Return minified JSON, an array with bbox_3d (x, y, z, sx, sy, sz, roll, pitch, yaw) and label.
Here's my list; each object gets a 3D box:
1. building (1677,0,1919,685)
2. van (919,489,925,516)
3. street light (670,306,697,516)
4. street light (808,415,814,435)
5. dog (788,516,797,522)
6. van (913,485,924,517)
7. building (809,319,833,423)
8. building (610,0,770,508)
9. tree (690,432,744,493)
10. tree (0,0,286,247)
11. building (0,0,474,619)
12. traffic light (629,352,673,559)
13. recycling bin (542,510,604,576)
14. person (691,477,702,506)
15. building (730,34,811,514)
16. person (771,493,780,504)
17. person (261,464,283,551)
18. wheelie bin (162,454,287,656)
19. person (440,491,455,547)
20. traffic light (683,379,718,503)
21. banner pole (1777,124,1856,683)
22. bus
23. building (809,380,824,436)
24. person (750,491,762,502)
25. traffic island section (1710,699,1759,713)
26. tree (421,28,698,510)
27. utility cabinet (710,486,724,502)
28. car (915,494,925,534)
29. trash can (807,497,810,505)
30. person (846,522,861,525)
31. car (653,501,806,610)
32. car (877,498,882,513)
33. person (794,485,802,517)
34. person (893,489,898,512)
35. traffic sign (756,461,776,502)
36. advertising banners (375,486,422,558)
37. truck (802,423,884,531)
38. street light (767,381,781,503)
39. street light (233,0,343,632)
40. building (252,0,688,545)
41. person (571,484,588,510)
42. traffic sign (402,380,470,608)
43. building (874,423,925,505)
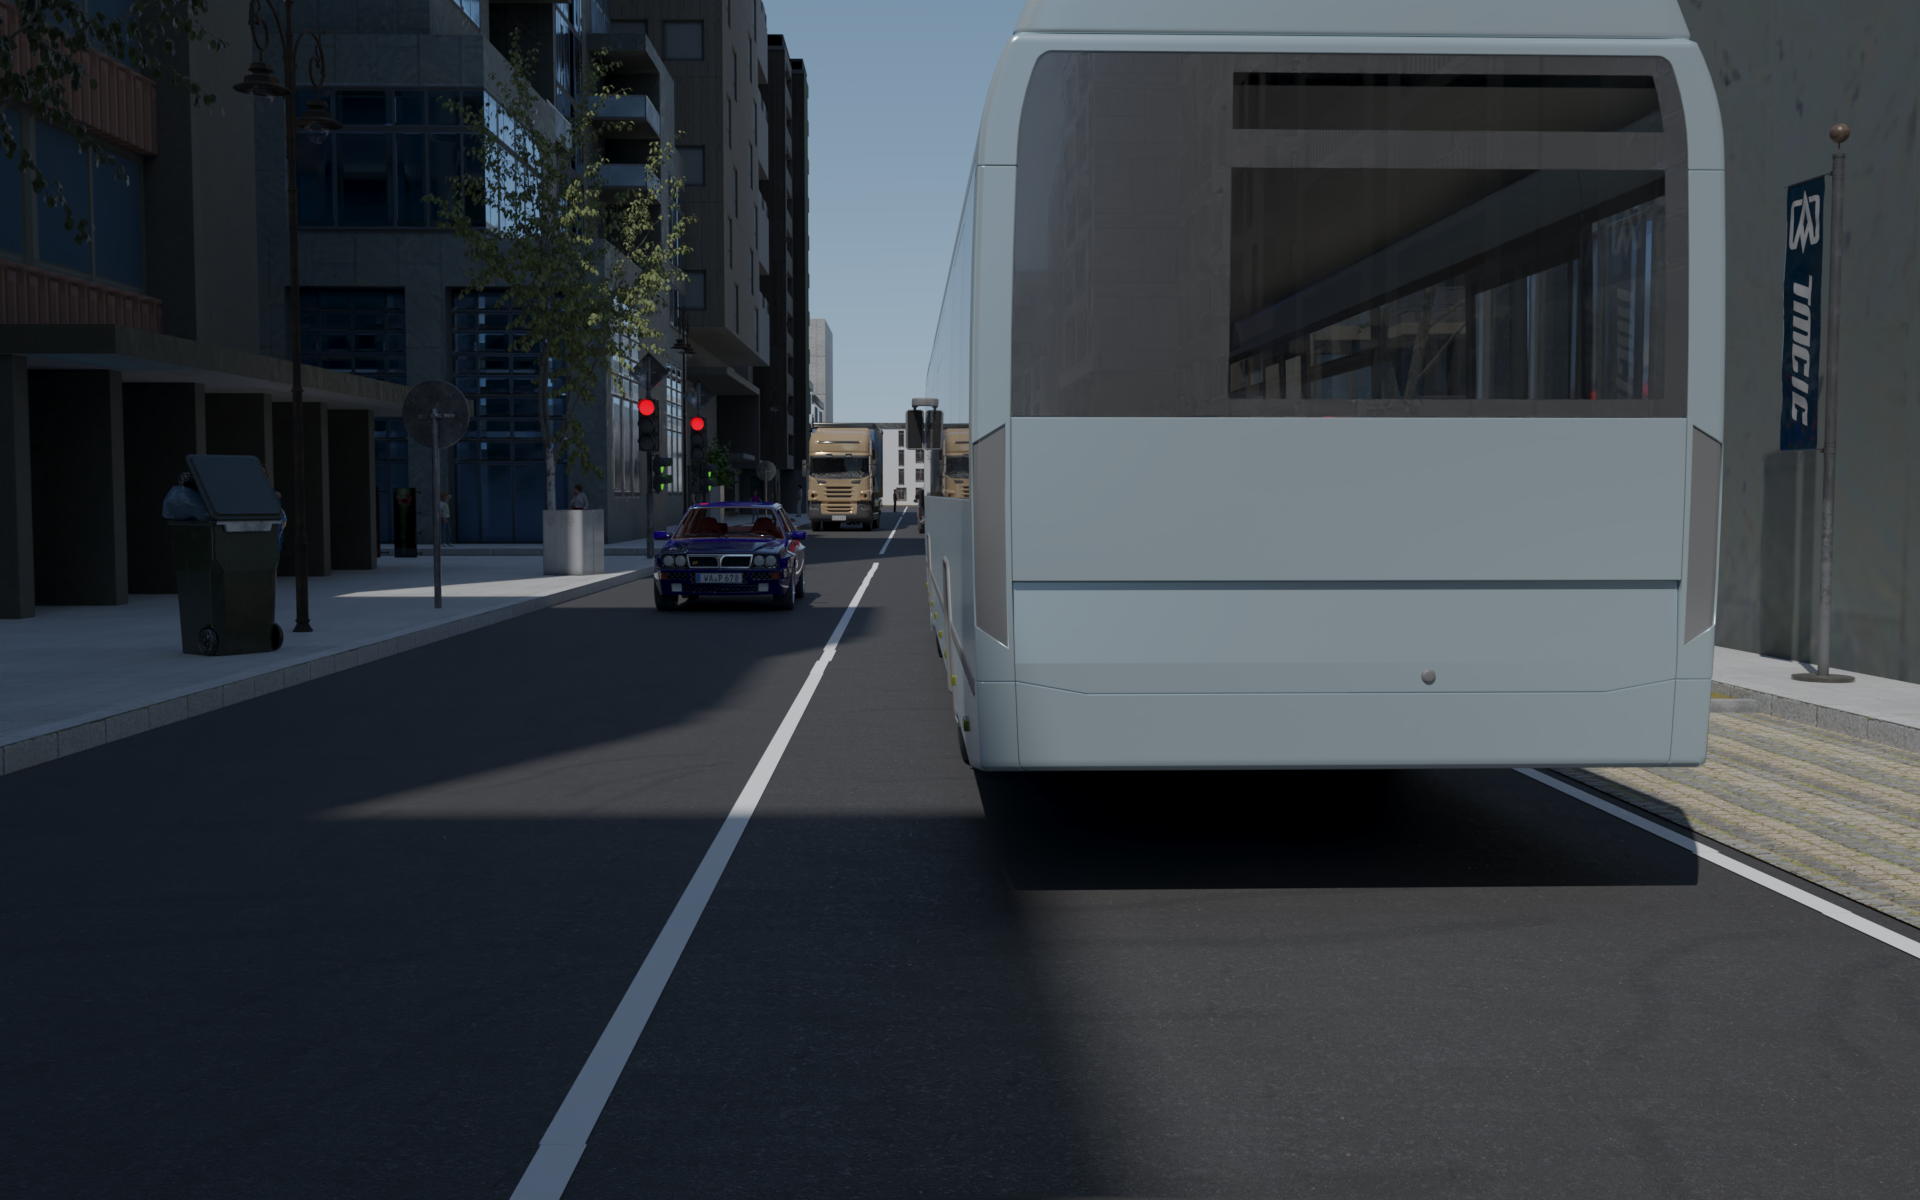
[{"bbox_3d":[17.763,-42.255,3.545,22.319,86.520,31.000,0,4,-2],"label":"building"},{"bbox_3d":[0.635,-1.066,21.816,2.240,2.365,5.245,0,4,-2],"label":"van"},{"bbox_3d":[-6.803,-4.280,42.764,0.468,5.910,1.993,0,4,-2],"label":"street light"},{"bbox_3d":[-8.375,-7.709,98.823,0.468,5.910,1.993,0,4,-2],"label":"street light"},{"bbox_3d":[-7.717,-3.739,78.873,0.748,0.427,0.550,1,4,11],"label":"dog"},{"bbox_3d":[-0.919,-3.938,71.397,2.013,2.044,4.112,0,4,-1],"label":"van"},{"bbox_3d":[-29.541,-19.345,182.751,31.486,18.905,16.747,0,4,-2],"label":"building"},{"bbox_3d":[-24.090,-30.491,87.763,28.713,52.752,27.495,0,4,-2],"label":"building"},{"bbox_3d":[-7.441,-3.603,53.505,1.663,3.219,1.824,0,3,0],"label":"tree"},{"bbox_3d":[-5.945,-3.632,9.743,4.360,8.622,3.978,0,3,0],"label":"tree"},{"bbox_3d":[-23.087,-22.322,19.597,28.867,44.769,22.147,0,4,-2],"label":"building"},{"bbox_3d":[-6.140,-2.777,34.330,0.839,4.253,0.868,0,4,-2],"label":"traffic light"},{"bbox_3d":[-6.150,-0.918,27.570,0.722,1.027,0.722,1,4,20],"label":"recycling bin"},{"bbox_3d":[-7.720,-2.745,51.047,0.434,1.807,0.598,1,4,15],"label":"person"},{"bbox_3d":[-16.957,-20.667,109.612,14.160,30.474,14.107,0,4,-2],"label":"building"},{"bbox_3d":[-9.123,-4.613,85.383,0.340,1.345,0.435,3,4,38],"label":"person"},{"bbox_3d":[-7.624,-0.680,18.867,0.444,1.614,0.593,3,4,38],"label":"person"},{"bbox_3d":[-5.953,-0.370,13.965,0.693,1.594,0.980,2,4,33],"label":"wheelie bin"},{"bbox_3d":[-12.426,-1.956,41.927,0.340,1.345,0.435,0,4,-6],"label":"person"},{"bbox_3d":[-6.352,-3.266,42.312,0.839,4.253,0.868,0,4,-2],"label":"traffic light"},{"bbox_3d":[5.931,-1.348,12.053,0.401,3.779,0.863,0,4,-4],"label":"banner pole"},{"bbox_3d":[1.097,-1.075,12.440,2.948,3.499,13.247,0,4,-2],"label":"bus"},{"bbox_3d":[-15.696,-11.608,131.942,9.099,9.664,28.070,0,4,-2],"label":"building"},{"bbox_3d":[-8.894,-4.063,75.700,0.726,1.434,0.776,-1,4,-20],"label":"person"},{"bbox_3d":[4.192,0.650,12.239,1.991,0.108,1.994,0,4,-2],"label":"traffic island section"},{"bbox_3d":[-6.515,-4.775,28.434,4.737,8.622,4.395,0,3,0],"label":"tree"},{"bbox_3d":[-6.756,-2.410,48.076,0.318,1.500,1.173,0,4,-3],"label":"utility cabinet"},{"bbox_3d":[-0.535,-3.412,64.452,2.281,1.827,5.304,0,4,-2],"label":"car"},{"bbox_3d":[-8.056,-5.099,95.017,0.748,1.137,0.748,0,3,0],"label":"trash can"},{"bbox_3d":[-5.021,-3.924,80.937,0.859,0.850,0.655,1,4,8],"label":"person"},{"bbox_3d":[-2.958,-0.617,22.662,1.945,1.354,3.894,0,4,-2],"label":"car"},{"bbox_3d":[-6.907,-7.456,132.134,2.015,1.641,3.980,0,4,-1],"label":"car"},{"bbox_3d":[-9.085,-5.561,97.106,0.789,1.805,0.875,-1,4,-13],"label":"person"},{"bbox_3d":[-5.088,-7.827,136.440,0.705,1.831,1.348,0,4,7],"label":"person"},{"bbox_3d":[-7.445,-4.062,66.512,0.768,2.556,0.104,0,4,3],"label":"traffic sign"},{"bbox_3d":[-11.915,-2.367,34.881,2.074,3.025,0.090,0,4,0],"label":"advertising banners"},{"bbox_3d":[-4.574,-4.974,70.236,2.839,4.237,11.283,0,3,0],"label":"truck"},{"bbox_3d":[-7.575,-5.993,70.777,0.468,5.910,1.993,0,4,-2],"label":"street light"},{"bbox_3d":[-6.124,-2.641,15.963,0.468,5.910,1.993,0,4,-2],"label":"street light"},{"bbox_3d":[-20.524,-45.500,56.599,22.319,86.520,31.000,0,4,-2],"label":"building"},{"bbox_3d":[-9.579,-2.151,43.673,0.523,1.526,0.387,1,4,22],"label":"person"},{"bbox_3d":[-5.868,-1.180,19.392,0.768,2.556,0.104,0,4,3],"label":"traffic sign"},{"bbox_3d":[-2.060,-16.283,208.379,28.070,9.664,9.099,0,4,-2],"label":"building"}]
